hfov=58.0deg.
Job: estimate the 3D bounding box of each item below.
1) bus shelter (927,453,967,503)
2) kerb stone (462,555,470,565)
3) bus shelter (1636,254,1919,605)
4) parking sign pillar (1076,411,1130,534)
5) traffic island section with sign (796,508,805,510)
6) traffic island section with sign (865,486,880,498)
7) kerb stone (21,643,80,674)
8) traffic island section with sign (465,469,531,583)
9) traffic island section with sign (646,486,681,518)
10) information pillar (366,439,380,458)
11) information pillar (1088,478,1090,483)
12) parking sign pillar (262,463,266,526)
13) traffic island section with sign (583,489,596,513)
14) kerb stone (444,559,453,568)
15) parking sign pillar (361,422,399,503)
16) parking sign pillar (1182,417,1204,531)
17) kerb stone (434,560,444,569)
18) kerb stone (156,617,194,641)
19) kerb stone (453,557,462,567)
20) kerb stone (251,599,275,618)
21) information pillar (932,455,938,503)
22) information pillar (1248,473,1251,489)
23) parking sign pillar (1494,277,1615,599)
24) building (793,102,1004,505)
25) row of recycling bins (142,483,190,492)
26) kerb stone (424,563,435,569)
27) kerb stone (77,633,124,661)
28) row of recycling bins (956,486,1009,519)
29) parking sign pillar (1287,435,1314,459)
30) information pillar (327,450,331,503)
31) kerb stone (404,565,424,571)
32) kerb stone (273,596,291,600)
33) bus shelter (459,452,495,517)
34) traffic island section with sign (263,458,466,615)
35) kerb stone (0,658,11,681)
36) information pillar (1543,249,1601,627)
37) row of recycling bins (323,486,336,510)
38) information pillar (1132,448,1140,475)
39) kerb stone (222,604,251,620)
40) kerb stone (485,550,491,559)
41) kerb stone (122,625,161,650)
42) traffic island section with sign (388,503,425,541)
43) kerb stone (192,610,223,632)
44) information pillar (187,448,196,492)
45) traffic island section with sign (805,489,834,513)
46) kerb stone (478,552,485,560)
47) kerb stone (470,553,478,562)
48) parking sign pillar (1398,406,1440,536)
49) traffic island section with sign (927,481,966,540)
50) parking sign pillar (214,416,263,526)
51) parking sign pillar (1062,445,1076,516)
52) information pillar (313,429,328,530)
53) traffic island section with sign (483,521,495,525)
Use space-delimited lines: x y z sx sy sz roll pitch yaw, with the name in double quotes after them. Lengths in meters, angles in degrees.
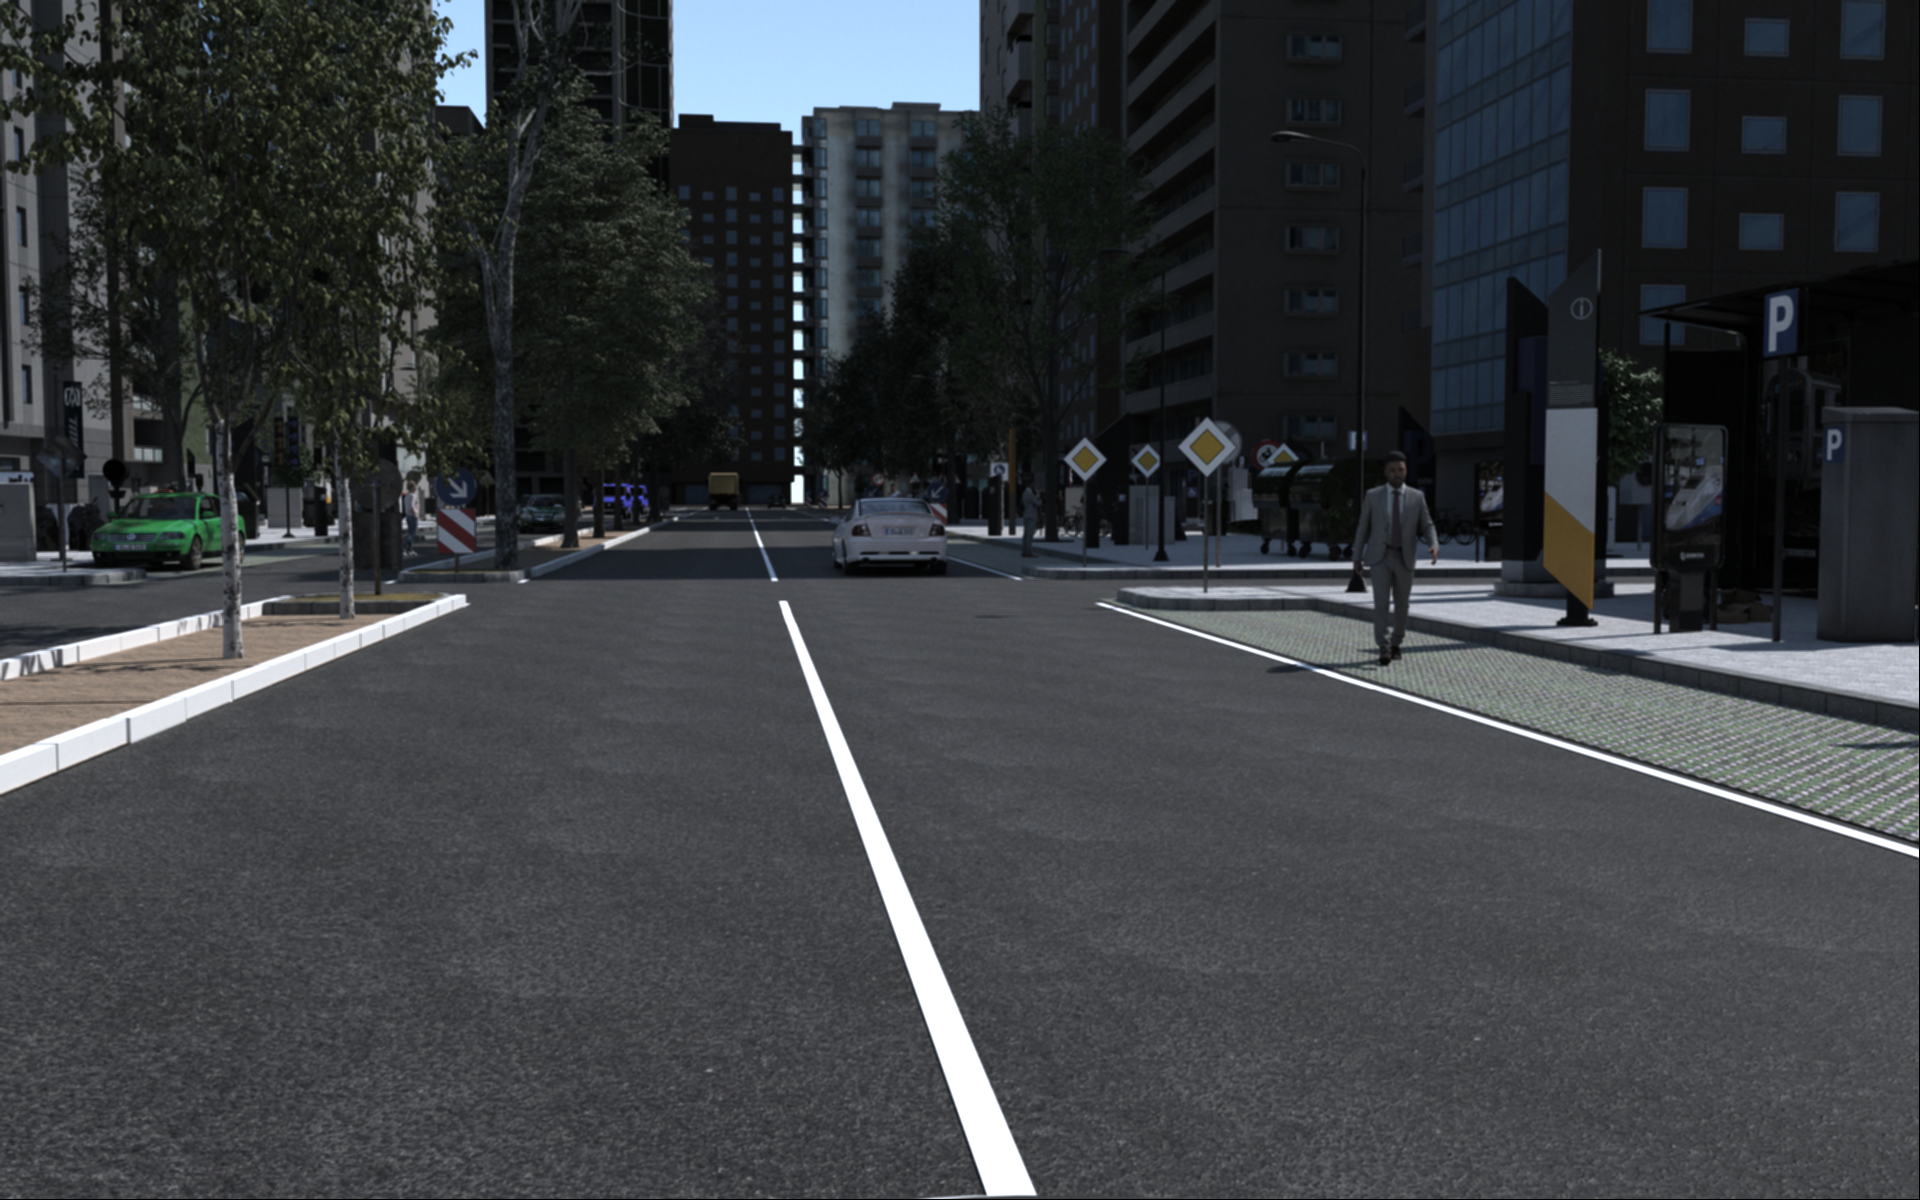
-0.763 -6.752 101.685 1.731 3.624 6.357 0 4 -7 "bus shelter"
-10.126 -0.787 35.114 0.120 0.150 1.000 0 4 -7 "kerb stone"
9.962 -1.727 19.514 1.731 3.624 6.357 0 4 -7 "bus shelter"
4.844 -4.134 56.060 1.447 3.967 1.447 -2 4 -31 "parking sign pillar"
-14.097 -9.222 159.408 1.989 1.847 2.006 0 4 -7 "traffic island section with sign"
-4.291 -4.479 81.852 1.989 1.847 2.006 0 4 -7 "traffic island section with sign"
-7.485 0.490 14.186 0.120 0.150 1.000 0 4 -7 "kerb stone"
-8.258 -1.262 28.762 2.006 1.907 1.989 0 4 -7 "traffic island section with sign"
-17.684 -5.821 103.310 2.006 1.907 1.989 0 4 -7 "traffic island section with sign"
-20.892 -4.298 61.626 0.504 3.616 0.183 0 4 -2 "information pillar"
6.094 -4.630 80.186 0.304 2.012 0.304 0 4 7 "information pillar"
-28.979 -5.002 70.261 1.447 3.967 1.447 -2 4 -35 "parking sign pillar"
-27.090 -7.386 129.394 1.989 1.847 2.006 0 4 -7 "traffic island section with sign"
-9.876 -0.665 33.069 0.120 0.150 1.000 0 4 -7 "kerb stone"
-21.680 -4.662 64.694 1.447 3.967 1.447 0 4 -7 "parking sign pillar"
8.114 -4.396 60.349 1.447 3.967 1.447 1 4 9 "parking sign pillar"
-9.741 -0.603 32.055 0.120 0.150 1.000 0 4 -7 "kerb stone"
-7.869 0.303 17.243 0.120 0.150 1.000 0 4 -7 "kerb stone"
-9.997 -0.724 34.088 0.120 0.150 1.000 0 4 -7 "kerb stone"
-8.251 0.116 20.293 0.120 0.150 1.000 0 4 -7 "kerb stone"
-1.190 -5.509 81.425 0.183 3.616 0.504 2 4 24 "information pillar"
10.064 -3.472 61.263 0.304 2.012 0.304 -3 5 -42 "information pillar"
7.488 -2.035 21.738 1.447 3.967 1.447 -1 4 -21 "parking sign pillar"
-5.672 -36.395 214.667 30.456 49.044 23.786 0 4 -7 "building"
-30.527 -3.627 66.409 1.069 1.692 3.534 -3 5 -44 "row of recycling bins"
-9.612 -0.538 31.030 0.120 0.150 1.000 0 4 -7 "kerb stone"
-7.606 0.430 15.202 0.120 0.150 1.000 0 4 -7 "kerb stone"
1.082 -5.001 88.875 3.534 1.692 1.069 0 4 2 "row of recycling bins"
15.312 -5.494 78.296 1.447 3.967 1.447 3 5 41 "parking sign pillar"
-33.755 -6.186 92.500 0.183 3.616 0.504 1 4 9 "information pillar"
-9.480 -0.476 30.002 0.120 0.150 1.000 0 4 -7 "kerb stone"
-8.386 0.054 21.306 0.120 0.150 1.000 0 4 -7 "kerb stone"
-27.501 -6.639 99.825 1.731 3.624 6.357 0 4 -7 "bus shelter"
-7.340 -0.812 21.412 2.006 1.907 1.989 0 4 -7 "traffic island section with sign"
-7.362 0.561 13.172 0.120 0.150 1.000 0 4 -7 "kerb stone"
5.953 -1.558 16.828 0.504 3.616 0.183 3 4 38 "information pillar"
-34.674 -5.357 94.694 1.069 1.692 3.534 -1 4 -22 "row of recycling bins"
8.928 -5.903 87.865 0.504 3.616 0.183 -2 4 -33 "information pillar"
-8.129 0.178 19.278 0.120 0.150 1.000 0 4 -7 "kerb stone"
-10.520 -0.975 38.167 0.120 0.150 1.000 0 4 -7 "kerb stone"
-7.740 0.373 16.218 0.120 0.150 1.000 0 4 -7 "kerb stone"
-17.420 -2.699 52.754 1.989 1.847 2.006 0 4 -7 "traffic island section with sign"
-8.004 0.241 18.259 0.120 0.150 1.000 0 4 -7 "kerb stone"
-38.946 -5.897 87.767 0.504 3.616 0.183 2 4 28 "information pillar"
-10.575 -7.526 131.670 1.989 1.847 2.006 0 4 -7 "traffic island section with sign"
-10.384 -0.911 37.149 0.120 0.150 1.000 0 4 -7 "kerb stone"
-10.256 -0.853 36.135 0.120 0.150 1.000 0 4 -7 "kerb stone"
14.060 -3.965 53.307 1.447 3.967 1.447 -2 4 -34 "parking sign pillar"
-0.914 -2.843 55.108 1.989 1.847 2.006 0 4 -7 "traffic island section with sign"
-25.046 -4.367 59.865 1.447 3.967 1.447 -1 4 -20 "parking sign pillar"
6.310 -6.491 94.603 1.447 3.967 1.447 1 4 23 "parking sign pillar"
-23.124 -4.346 62.409 0.183 3.616 0.504 0 4 6 "information pillar"
-20.852 -4.357 79.869 1.989 1.847 2.006 0 4 -7 "traffic island section with sign"
